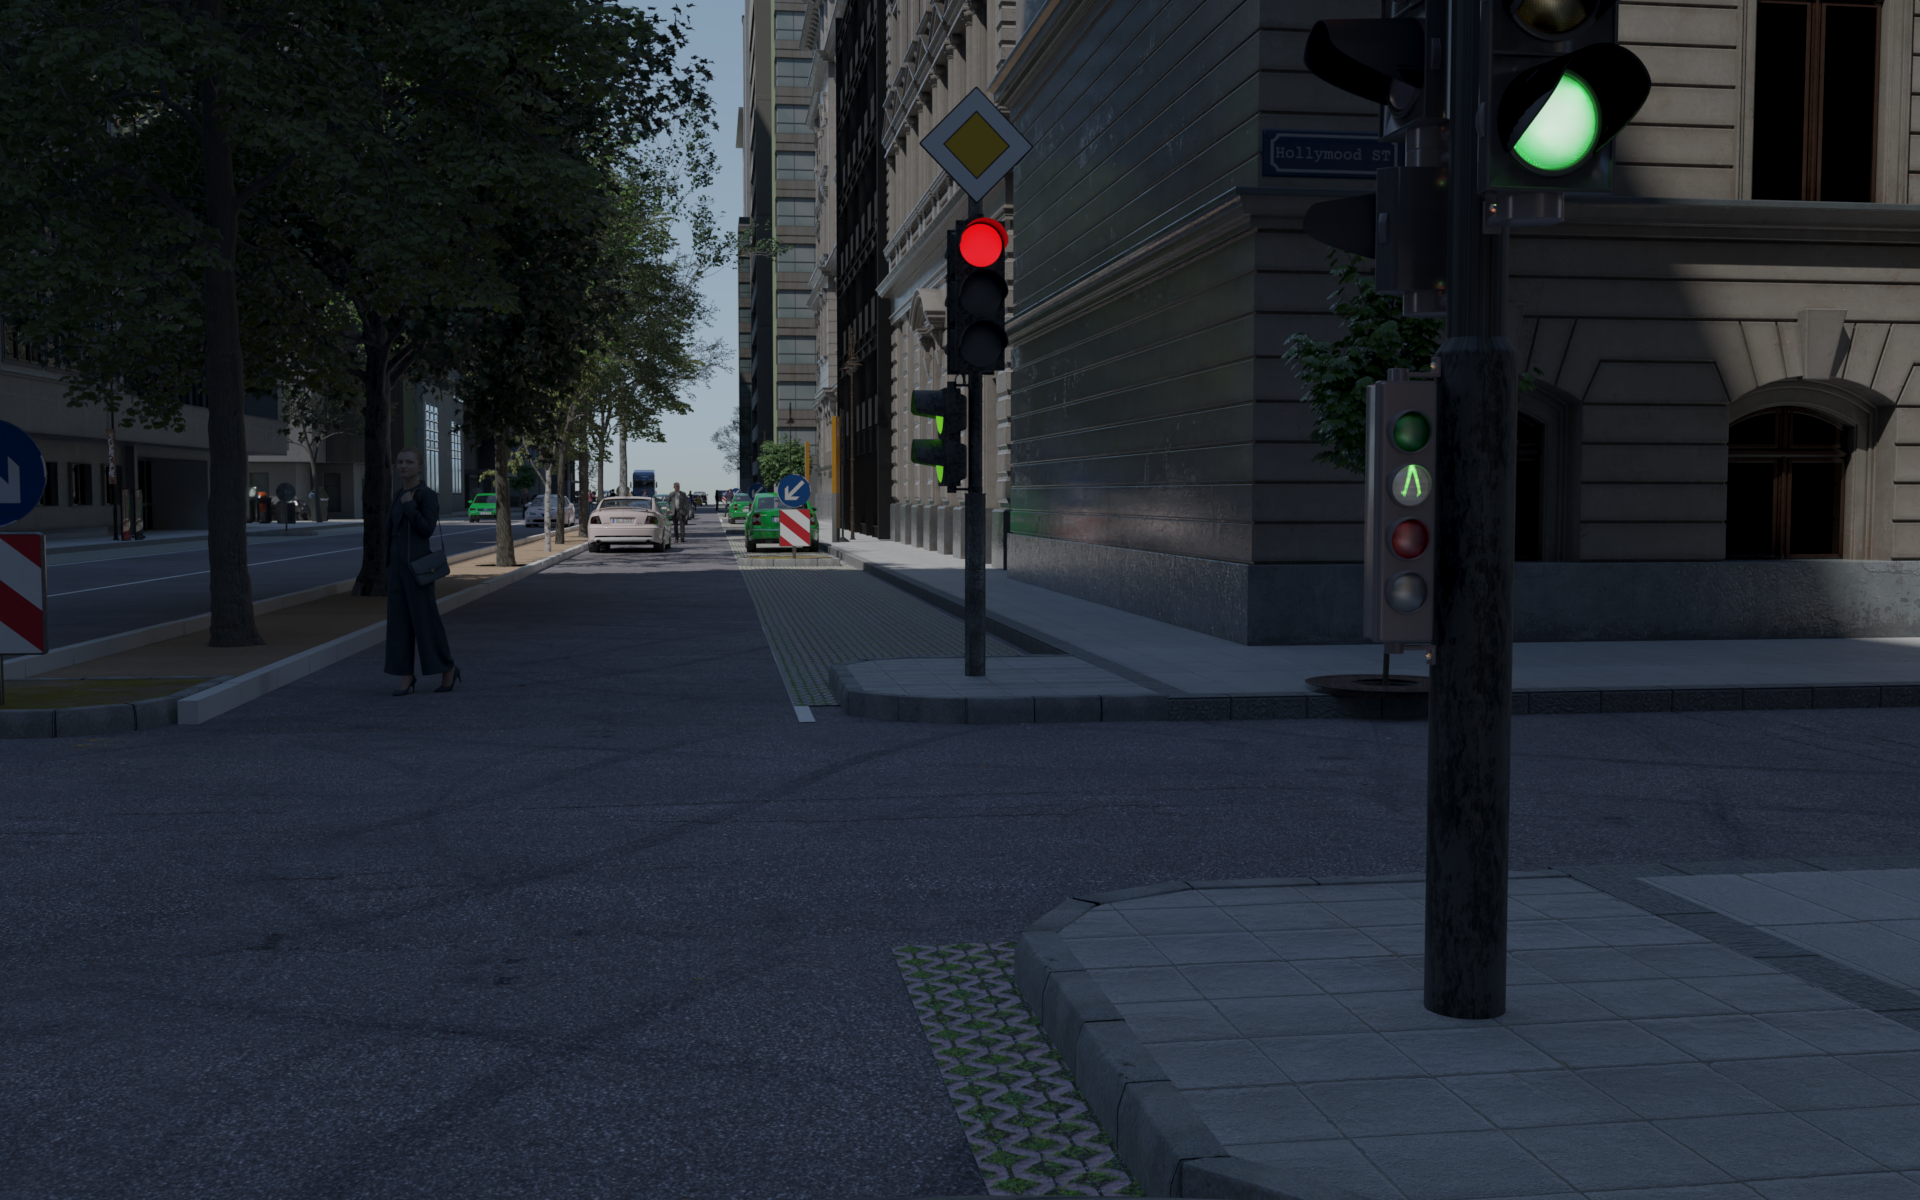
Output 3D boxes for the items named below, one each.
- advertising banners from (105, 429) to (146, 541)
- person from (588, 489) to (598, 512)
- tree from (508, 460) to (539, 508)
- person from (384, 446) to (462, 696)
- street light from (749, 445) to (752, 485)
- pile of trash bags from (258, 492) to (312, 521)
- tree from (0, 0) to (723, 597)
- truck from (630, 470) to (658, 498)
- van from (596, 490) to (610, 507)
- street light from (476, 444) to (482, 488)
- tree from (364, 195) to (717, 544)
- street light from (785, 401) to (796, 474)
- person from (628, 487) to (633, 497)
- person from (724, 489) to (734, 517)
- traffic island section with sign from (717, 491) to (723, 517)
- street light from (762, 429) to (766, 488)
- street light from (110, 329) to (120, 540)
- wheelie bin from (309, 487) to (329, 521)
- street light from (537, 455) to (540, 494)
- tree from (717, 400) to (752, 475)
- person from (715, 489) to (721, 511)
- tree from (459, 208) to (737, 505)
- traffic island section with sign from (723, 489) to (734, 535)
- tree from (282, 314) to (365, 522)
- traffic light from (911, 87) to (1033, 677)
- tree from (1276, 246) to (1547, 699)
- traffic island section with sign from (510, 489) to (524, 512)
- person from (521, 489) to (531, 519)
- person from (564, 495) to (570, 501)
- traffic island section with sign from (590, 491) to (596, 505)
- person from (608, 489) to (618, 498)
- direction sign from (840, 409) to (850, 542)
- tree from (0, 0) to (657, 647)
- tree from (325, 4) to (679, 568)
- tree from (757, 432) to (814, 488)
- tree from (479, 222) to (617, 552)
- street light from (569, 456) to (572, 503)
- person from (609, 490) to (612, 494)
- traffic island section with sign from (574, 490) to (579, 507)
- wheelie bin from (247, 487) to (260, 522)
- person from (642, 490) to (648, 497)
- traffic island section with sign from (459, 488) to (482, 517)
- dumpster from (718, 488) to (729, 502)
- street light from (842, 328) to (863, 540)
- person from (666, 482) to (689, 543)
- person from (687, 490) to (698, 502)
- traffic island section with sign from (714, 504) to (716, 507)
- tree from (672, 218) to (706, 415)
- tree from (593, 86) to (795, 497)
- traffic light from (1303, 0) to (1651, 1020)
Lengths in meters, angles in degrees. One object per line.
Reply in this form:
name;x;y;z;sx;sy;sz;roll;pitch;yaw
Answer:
advertising banners;-22.848;-3.132;47.403;0.090;3.025;2.074;0;4;0
person;-24.668;-6.507;115.616;1.217;1.743;0.721;0;4;-1
tree;-40.388;-10.743;159.363;4.285;4.588;4.351;0;3;0
person;-3.913;-0.216;12.448;0.576;1.772;0.534;1;4;16
street light;-19.535;-11.559;161.771;0.468;5.910;1.993;-1;4;-8
pile of trash bags;-32.276;-4.426;82.115;1.912;1.369;3.447;1;4;9
tree;-8.160;-6.394;24.000;9.611;12.733;9.660;0;3;0
truck;-35.787;-12.708;197.532;2.967;4.110;18.799;-1;4;-8
van;-37.197;-10.665;181.382;2.013;2.044;4.112;-1;4;-10
street light;-34.406;-9.231;123.720;0.468;5.910;1.993;-1;4;-8
tree;-11.362;-6.834;48.608;8.767;10.594;7.601;-1;4;-8
street light;-8.426;-6.932;86.130;0.468;5.910;1.993;-1;4;-8
person;-17.823;-5.158;92.849;1.348;1.823;0.705;3;5;41
person;-14.299;-5.998;107.010;0.683;1.767;0.568;-1;4;-15
traffic island section with sign;-14.375;-6.223;110.378;1.989;1.847;2.006;-1;4;-8
street light;-13.974;-9.252;124.057;0.468;5.910;1.993;-1;4;-8
street light;-23.480;-4.601;48.012;0.468;5.910;1.993;-1;4;-8
wheelie bin;-30.083;-4.482;81.187;0.693;1.594;0.980;1;4;21
street light;-40.769;-11.930;167.835;0.468;5.910;1.993;-1;4;-8
tree;-20.071;-14.429;170.332;8.767;10.594;7.601;-2;4;-28
person;-20.405;-8.395;145.769;0.705;1.822;1.348;-2;4;-29
tree;-13.725;-9.357;65.817;12.009;13.543;11.850;0;3;0
traffic island section with sign;-7.326;-3.237;61.549;1.989;1.847;2.006;-1;4;-8
tree;-29.216;-8.792;78.160;7.601;10.594;8.767;2;4;35
traffic light;0.088;-1.420;12.130;0.839;4.253;0.868;-1;4;-8
tree;2.924;-1.018;11.239;1.663;3.219;1.824;0;3;0
traffic island section with sign;-34.005;-7.721;134.873;1.989;1.847;2.006;-1;4;-8
person;-25.281;-5.624;100.998;0.990;1.755;0.434;3;5;40
person;-30.462;-7.569;132.330;0.705;1.814;1.350;3;5;44
traffic island section with sign;-45.908;-12.767;217.359;1.989;1.847;2.006;-1;4;-8
person;-28.353;-8.158;141.519;0.705;1.869;1.348;3;5;39
direction sign;-3.144;-3.326;46.378;0.379;3.537;0.876;0;4;2
tree;-6.664;-5.805;15.498;7.486;12.596;7.792;0;3;0
tree;-9.070;-6.461;33.855;9.928;11.665;9.643;0;3;0
tree;-9.197;-6.605;91.704;4.285;4.588;4.351;0;3;0
tree;-10.192;-5.486;42.514;4.737;8.622;4.395;0;3;0
street light;-46.299;-14.259;205.928;0.468;5.910;1.993;-1;4;-8
person;-31.450;-9.017;155.920;0.705;1.826;1.348;-1;4;-20
traffic island section with sign;-42.069;-11.135;190.678;1.989;1.847;2.006;-1;4;-8
wheelie bin;-32.181;-4.319;78.521;0.980;1.594;0.693;0;4;-3
person;-21.555;-6.675;118.552;0.530;1.710;0.541;-1;4;-17
traffic island section with sign;-30.129;-6.081;108.050;1.989;1.847;2.006;-1;4;-8
dumpster;-33.087;-14.454;241.271;1.985;2.255;1.502;0;4;-8
street light;-3.010;-4.624;48.396;0.468;5.910;1.993;-1;4;-8
person;-8.252;-2.557;50.699;0.661;1.777;0.834;-1;4;-14
person;-22.026;-8.115;141.892;1.217;1.735;0.721;-3;5;-41
traffic island section with sign;-18.292;-7.879;137.448;1.989;1.847;2.006;-1;4;-8
tree;-12.170;-8.291;56.139;7.486;12.596;7.792;0;3;0
tree;-14.246;-13.495;78.996;12.611;20.169;13.585;0;3;0
traffic light;-0.828;-1.781;3.788;4.771;5.953;1.251;-1;4;-8
